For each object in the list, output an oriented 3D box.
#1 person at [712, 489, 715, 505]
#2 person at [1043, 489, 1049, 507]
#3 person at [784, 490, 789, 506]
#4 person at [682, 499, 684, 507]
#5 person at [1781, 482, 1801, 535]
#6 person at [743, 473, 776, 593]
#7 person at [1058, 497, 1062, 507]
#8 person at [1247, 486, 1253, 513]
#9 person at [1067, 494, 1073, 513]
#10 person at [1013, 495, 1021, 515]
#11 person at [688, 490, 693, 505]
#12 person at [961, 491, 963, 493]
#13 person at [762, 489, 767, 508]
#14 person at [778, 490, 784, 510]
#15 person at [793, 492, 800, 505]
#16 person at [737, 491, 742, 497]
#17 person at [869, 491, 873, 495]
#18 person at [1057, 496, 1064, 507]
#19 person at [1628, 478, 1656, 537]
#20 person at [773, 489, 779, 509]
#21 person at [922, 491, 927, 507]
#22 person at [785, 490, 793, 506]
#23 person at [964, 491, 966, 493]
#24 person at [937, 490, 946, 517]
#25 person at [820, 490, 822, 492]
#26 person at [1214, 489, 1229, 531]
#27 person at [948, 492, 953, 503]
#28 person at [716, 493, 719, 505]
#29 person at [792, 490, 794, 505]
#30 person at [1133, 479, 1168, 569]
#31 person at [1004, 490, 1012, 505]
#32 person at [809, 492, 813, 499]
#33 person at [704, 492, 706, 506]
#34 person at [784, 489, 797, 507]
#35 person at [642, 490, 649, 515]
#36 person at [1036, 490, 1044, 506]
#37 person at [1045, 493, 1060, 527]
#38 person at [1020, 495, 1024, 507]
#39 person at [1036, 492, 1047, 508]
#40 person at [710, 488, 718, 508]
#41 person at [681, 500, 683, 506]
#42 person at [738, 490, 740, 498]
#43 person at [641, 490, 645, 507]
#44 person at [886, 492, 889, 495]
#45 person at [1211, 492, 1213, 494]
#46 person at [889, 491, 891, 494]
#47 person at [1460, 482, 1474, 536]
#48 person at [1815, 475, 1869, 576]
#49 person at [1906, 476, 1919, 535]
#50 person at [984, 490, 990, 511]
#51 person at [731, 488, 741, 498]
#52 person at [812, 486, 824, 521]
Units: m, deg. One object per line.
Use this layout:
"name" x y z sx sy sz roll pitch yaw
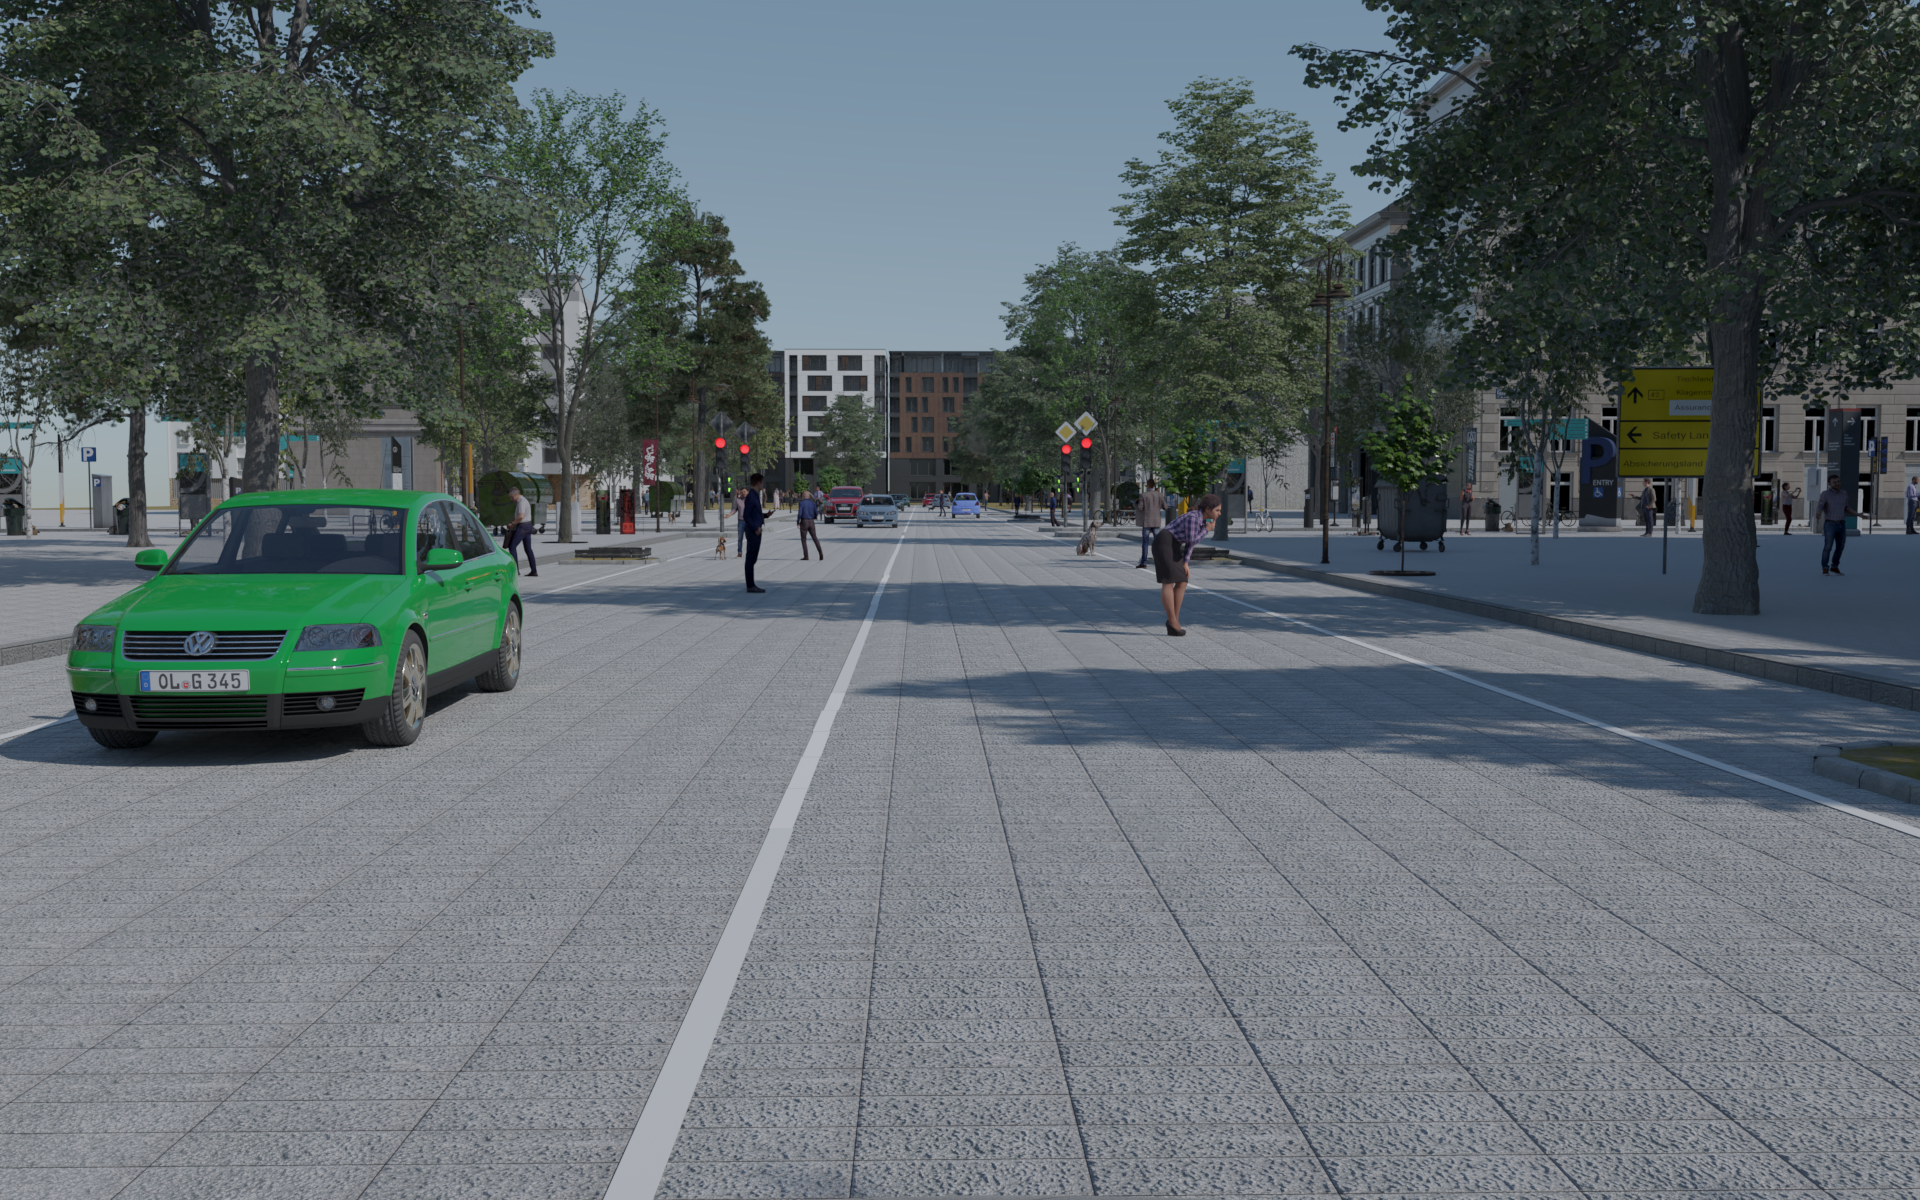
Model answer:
"person" -28.317 -11.725 197.613 0.599 1.838 0.709 -2 4 -25
"person" 8.842 -10.489 177.628 1.350 1.814 0.705 3 5 44
"person" -18.285 -10.838 183.968 1.217 1.735 0.721 0 4 -7
"person" -27.581 -10.183 172.544 0.705 1.824 1.348 0 4 -1
"person" 25.977 -2.855 54.184 0.517 1.644 0.566 0 4 4
"person" -2.939 -0.980 25.233 0.504 1.737 0.576 -1 4 -13
"person" 10.074 -10.301 175.930 0.593 1.643 0.415 3 5 40
"person" 18.994 -6.627 114.270 0.709 1.838 0.599 1 4 21
"person" 7.517 -6.790 120.299 0.421 1.427 0.697 -3 5 -44
"person" 3.523 -5.833 106.416 0.480 1.512 0.613 -1 4 -18
"person" -31.465 -11.983 202.756 0.721 1.735 1.217 2 4 33
"person" 0.195 -10.794 185.056 1.350 1.814 0.705 -1 4 -15
"person" -17.918 -9.303 158.707 0.434 1.755 0.990 -2 4 -30
"person" -14.121 -7.906 136.777 0.415 1.643 0.593 2 4 29
"person" -18.648 -11.690 197.708 0.750 1.759 0.617 -3 5 -43
"person" -18.184 -8.388 143.992 0.445 1.727 0.742 2 4 35
"person" -10.237 -11.615 198.494 1.350 1.814 0.705 -2 4 -28
"person" 9.647 -9.824 169.893 0.991 1.433 0.599 -1 4 -14
"person" 20.521 -2.787 52.148 0.750 1.759 0.617 1 4 12
"person" -15.539 -8.562 146.697 0.551 1.740 0.621 -3 5 -45
"person" -3.936 -11.465 195.979 0.705 1.821 1.348 -3 5 -42
"person" -18.260 -10.920 185.377 1.217 1.735 0.721 3 4 37
"person" 0.637 -12.139 207.495 0.617 1.759 0.750 3 4 36
"person" -1.155 -6.121 109.491 0.530 1.710 0.541 0 4 -7
"person" -16.557 -12.254 207.096 0.721 1.736 1.217 3 4 37
"person" 8.994 -3.205 59.273 0.431 1.722 0.655 -3 5 -44
"person" -1.223 -12.796 218.442 0.721 1.736 1.217 2 4 27
"person" -28.675 -12.210 206.620 0.756 1.711 0.436 -1 4 -11
"person" -20.630 -12.626 212.609 1.348 1.807 0.705 0 4 -7
"person" 3.643 -1.461 33.209 0.655 1.722 0.431 0 4 -5
"person" 5.837 -12.515 210.791 1.348 1.807 0.705 3 4 38
"person" -13.590 -9.052 154.826 1.217 1.735 0.721 1 4 14
"person" -26.458 -10.597 179.333 0.705 1.821 1.348 2 4 32
"person" -17.058 -10.305 174.539 1.348 1.822 0.705 -2 4 -28
"person" -18.999 -5.915 104.963 0.499 1.552 0.429 2 4 24
"person" 8.394 -10.665 181.139 1.217 1.735 0.721 -2 4 -33
"person" 3.768 -3.672 71.233 0.600 1.496 0.574 2 4 26
"person" 5.949 -9.580 165.939 0.557 1.426 1.065 3 4 39
"person" 7.625 -9.516 162.149 1.217 1.766 0.721 3 4 37
"person" -23.560 -9.667 164.076 1.348 1.826 0.705 1 4 23
"person" -30.402 -11.238 190.306 0.750 1.759 0.617 1 4 9
"person" -24.636 -11.410 193.542 0.756 1.711 0.436 -3 4 -39
"person" -30.502 -9.752 166.959 0.593 1.643 0.415 3 5 41
"person" -8.681 -12.311 210.472 1.217 1.739 0.721 -2 4 -33
"person" 16.431 -6.589 114.468 0.565 1.739 0.600 0 4 -2
"person" -8.321 -11.919 203.395 0.705 1.822 1.348 2 4 28
"person" 15.717 -2.824 53.680 0.415 1.643 0.593 2 4 29
"person" 13.743 -1.175 27.218 0.963 1.587 0.435 -1 4 -16
"person" 30.299 -2.992 54.832 0.599 1.838 0.709 3 5 40
"person" 2.246 -8.284 144.651 0.721 1.736 1.217 0 4 -2
"person" -20.868 -9.528 161.771 1.348 1.831 0.705 3 5 43
"person" -7.681 -5.175 92.983 0.709 1.838 0.599 2 4 28
